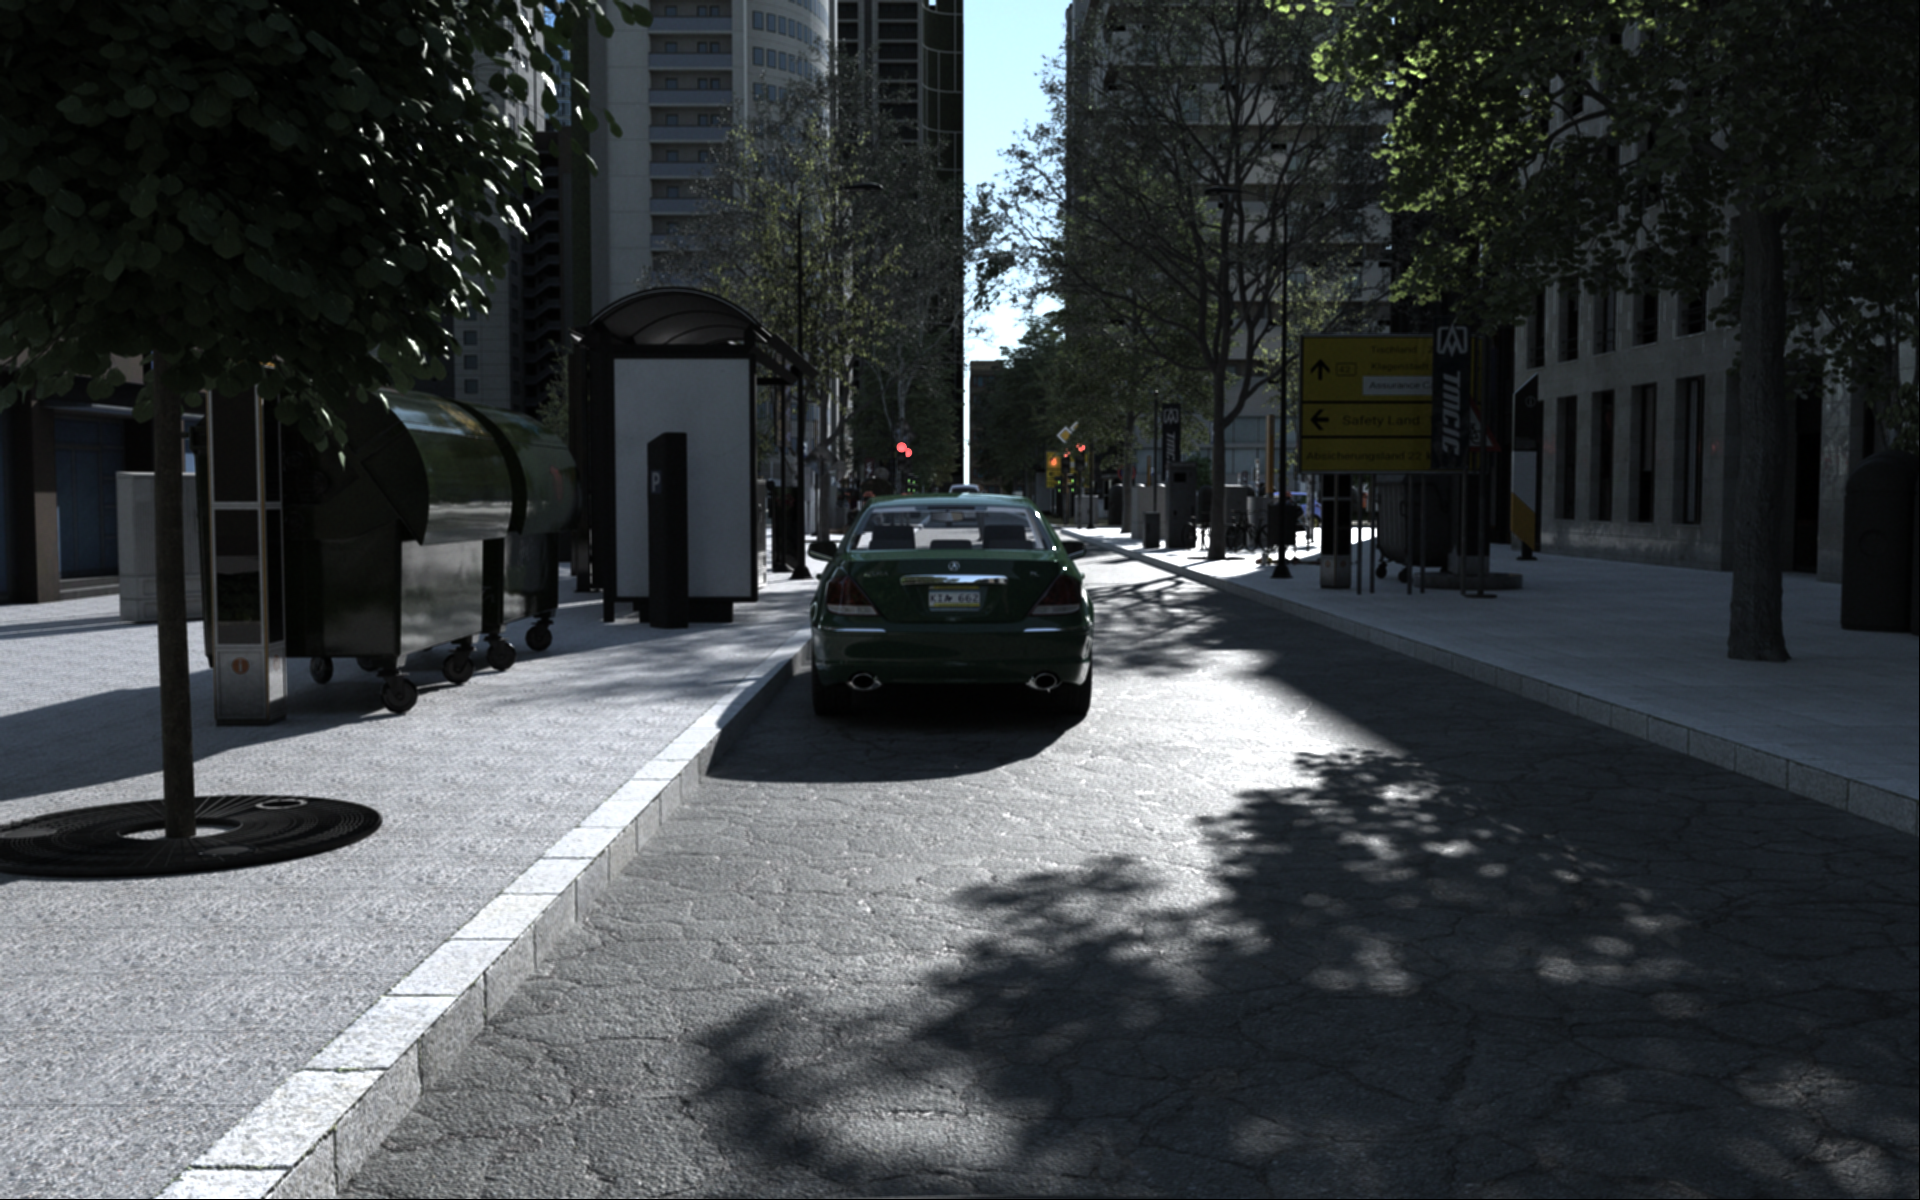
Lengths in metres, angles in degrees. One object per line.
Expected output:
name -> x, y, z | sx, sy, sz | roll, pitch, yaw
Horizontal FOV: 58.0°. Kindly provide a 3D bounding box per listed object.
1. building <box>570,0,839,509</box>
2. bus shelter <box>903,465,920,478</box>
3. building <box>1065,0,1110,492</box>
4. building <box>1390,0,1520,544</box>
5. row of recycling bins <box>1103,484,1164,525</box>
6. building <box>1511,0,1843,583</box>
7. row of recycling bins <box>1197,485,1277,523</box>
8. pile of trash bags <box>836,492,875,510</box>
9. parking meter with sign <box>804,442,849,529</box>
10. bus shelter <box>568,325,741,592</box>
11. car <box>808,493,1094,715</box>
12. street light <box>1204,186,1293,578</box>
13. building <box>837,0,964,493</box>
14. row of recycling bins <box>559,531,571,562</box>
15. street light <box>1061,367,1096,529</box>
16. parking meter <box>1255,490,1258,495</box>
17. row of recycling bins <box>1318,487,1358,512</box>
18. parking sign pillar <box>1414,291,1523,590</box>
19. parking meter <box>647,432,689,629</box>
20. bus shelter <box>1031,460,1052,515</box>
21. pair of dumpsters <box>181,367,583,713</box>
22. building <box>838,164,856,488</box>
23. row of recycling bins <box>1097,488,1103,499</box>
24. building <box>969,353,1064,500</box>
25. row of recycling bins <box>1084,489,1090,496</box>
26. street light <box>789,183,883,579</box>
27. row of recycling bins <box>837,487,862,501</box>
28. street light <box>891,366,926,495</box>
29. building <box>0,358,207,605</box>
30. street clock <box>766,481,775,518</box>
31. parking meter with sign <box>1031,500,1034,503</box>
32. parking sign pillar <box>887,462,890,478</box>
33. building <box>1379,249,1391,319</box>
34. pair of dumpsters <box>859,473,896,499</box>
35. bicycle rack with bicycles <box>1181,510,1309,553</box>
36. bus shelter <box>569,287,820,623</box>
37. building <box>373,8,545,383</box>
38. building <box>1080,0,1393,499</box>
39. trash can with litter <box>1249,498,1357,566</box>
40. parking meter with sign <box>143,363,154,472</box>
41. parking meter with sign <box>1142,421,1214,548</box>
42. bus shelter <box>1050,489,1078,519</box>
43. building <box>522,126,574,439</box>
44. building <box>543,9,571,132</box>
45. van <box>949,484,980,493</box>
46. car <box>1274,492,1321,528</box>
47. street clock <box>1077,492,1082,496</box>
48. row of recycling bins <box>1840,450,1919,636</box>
building -> -22.629, -37.767, 159.492 | 21.231, 58.520, 28.212 | 0, 4, 0
bus shelter -> -4.023, -8.901, 136.814 | 1.731, 3.624, 6.357 | 0, 4, 0
building -> 22.623, -40.211, 199.455 | 21.231, 58.520, 28.212 | 0, 4, 0
building -> 19.901, -13.298, 47.100 | 12.332, 23.373, 15.834 | 0, 4, 0
row of recycling bins -> 7.977, -4.019, 72.828 | 3.534, 1.692, 1.069 | -1, 4, -14
building -> 17.786, -10.749, 30.491 | 10.420, 20.320, 16.860 | 0, 4, 0
row of recycling bins -> 12.320, -4.275, 77.005 | 3.534, 1.692, 1.069 | 1, 4, 15
pile of trash bags -> -5.227, -5.398, 98.010 | 3.447, 1.369, 1.912 | 2, 4, 31
parking meter with sign -> -4.489, -3.735, 57.330 | 1.738, 3.016, 0.543 | 2, 4, 26
bus shelter -> -4.276, -2.103, 25.660 | 1.731, 3.624, 6.357 | 0, 4, 0
car -> -0.085, -0.054, 12.679 | 2.131, 1.459, 4.920 | 0, 4, -1
street light -> 4.379, -3.289, 26.324 | 1.470, 5.913, 1.316 | 0, 4, 0
building -> -9.730, -49.450, 246.755 | 20.611, 71.187, 20.563 | 0, 4, 0
row of recycling bins -> -7.150, -1.581, 32.964 | 3.534, 1.692, 1.069 | -1, 4, -9
street light -> 4.261, -5.553, 63.339 | 1.470, 5.913, 1.316 | 0, 4, 0
parking meter -> 19.314, -6.369, 112.552 | 0.372, 1.533, 0.369 | 0, 3, 0
row of recycling bins -> 19.192, -4.956, 88.145 | 1.069, 1.692, 3.534 | -1, 4, -11
parking sign pillar -> 6.993, -2.157, 23.738 | 1.447, 3.967, 1.447 | 1, 4, 10
parking meter -> -2.805, -0.667, 16.620 | 0.255, 1.863, 0.399 | -3, 4, -37
bus shelter -> 5.295, -6.628, 102.296 | 2.014, 3.302, 5.546 | 0, 4, 0
pair of dumpsters -> -3.834, -0.585, 12.060 | 1.574, 2.255, 4.437 | 0, 4, 0
building -> -24.153, -30.908, 197.223 | 23.993, 40.220, 32.217 | 0, 4, 0
row of recycling bins -> 9.392, -5.527, 97.486 | 3.534, 1.692, 1.069 | 3, 4, 38
building -> 15.902, -24.864, 251.569 | 28.899, 21.520, 27.650 | 0, 4, 0
row of recycling bins -> 11.017, -7.793, 134.529 | 3.534, 1.692, 1.069 | 2, 4, 30
street light -> -1.857, -3.270, 26.007 | 1.470, 5.913, 1.316 | 0, 4, 0
row of recycling bins -> -6.993, -6.172, 108.032 | 1.069, 1.692, 3.534 | -3, 4, -36
street light -> -1.917, -5.536, 63.053 | 1.470, 5.913, 1.316 | 0, 4, 0
building -> -17.495, -22.705, 21.345 | 14.600, 45.320, 14.200 | 0, 4, 0
street clock -> -10.125, -5.380, 92.533 | 0.358, 2.002, 0.471 | 3, 4, 37
parking meter with sign -> 5.287, -7.276, 115.230 | 0.543, 3.016, 1.738 | -3, 5, -44
parking sign pillar -> -5.990, -9.090, 137.093 | 1.447, 3.967, 1.447 | 0, 4, -7
building -> 49.331, -26.699, 208.225 | 14.107, 30.474, 14.160 | 0, 4, 0
pair of dumpsters -> -3.696, -4.584, 77.435 | 1.574, 2.255, 4.437 | 0, 4, 0
bicycle rack with bicycles -> 6.567, -1.562, 38.915 | 2.852, 0.926, 2.925 | -1, 4, -15
bus shelter -> -2.814, -1.578, 19.720 | 2.014, 3.302, 5.546 | 0, 4, 0
building -> -60.683, -46.772, 202.971 | 20.611, 71.187, 20.563 | 0, 4, 0
building -> 27.127, -35.634, 171.848 | 28.713, 52.752, 27.495 | 0, 4, 0
trash can with litter -> 6.292, -1.260, 31.657 | 2.233, 1.210, 1.678 | 0, 4, -1
parking meter with sign -> -8.078, -1.410, 19.314 | 1.738, 3.016, 0.543 | -1, 4, -13
parking meter with sign -> 5.230, -2.743, 41.116 | 1.738, 3.016, 0.543 | 0, 4, -6
bus shelter -> 5.887, -7.156, 94.628 | 2.179, 5.291, 8.768 | 0, 3, 0
building -> -43.289, -34.028, 206.463 | 14.200, 45.320, 14.600 | 0, 4, 0
building -> -64.136, -57.137, 246.859 | 31.000, 86.520, 22.319 | 0, 4, 0
van -> 0.210, -4.283, 77.040 | 2.013, 2.044, 4.112 | 0, 4, 0
car -> 12.592, -3.629, 68.926 | 3.694, 1.707, 1.945 | 0, 3, 0
street clock -> 5.684, -4.738, 82.038 | 0.358, 2.002, 0.471 | 0, 4, 0
row of recycling bins -> 9.262, -0.490, 15.122 | 1.069, 1.692, 3.534 | -1, 4, -21
